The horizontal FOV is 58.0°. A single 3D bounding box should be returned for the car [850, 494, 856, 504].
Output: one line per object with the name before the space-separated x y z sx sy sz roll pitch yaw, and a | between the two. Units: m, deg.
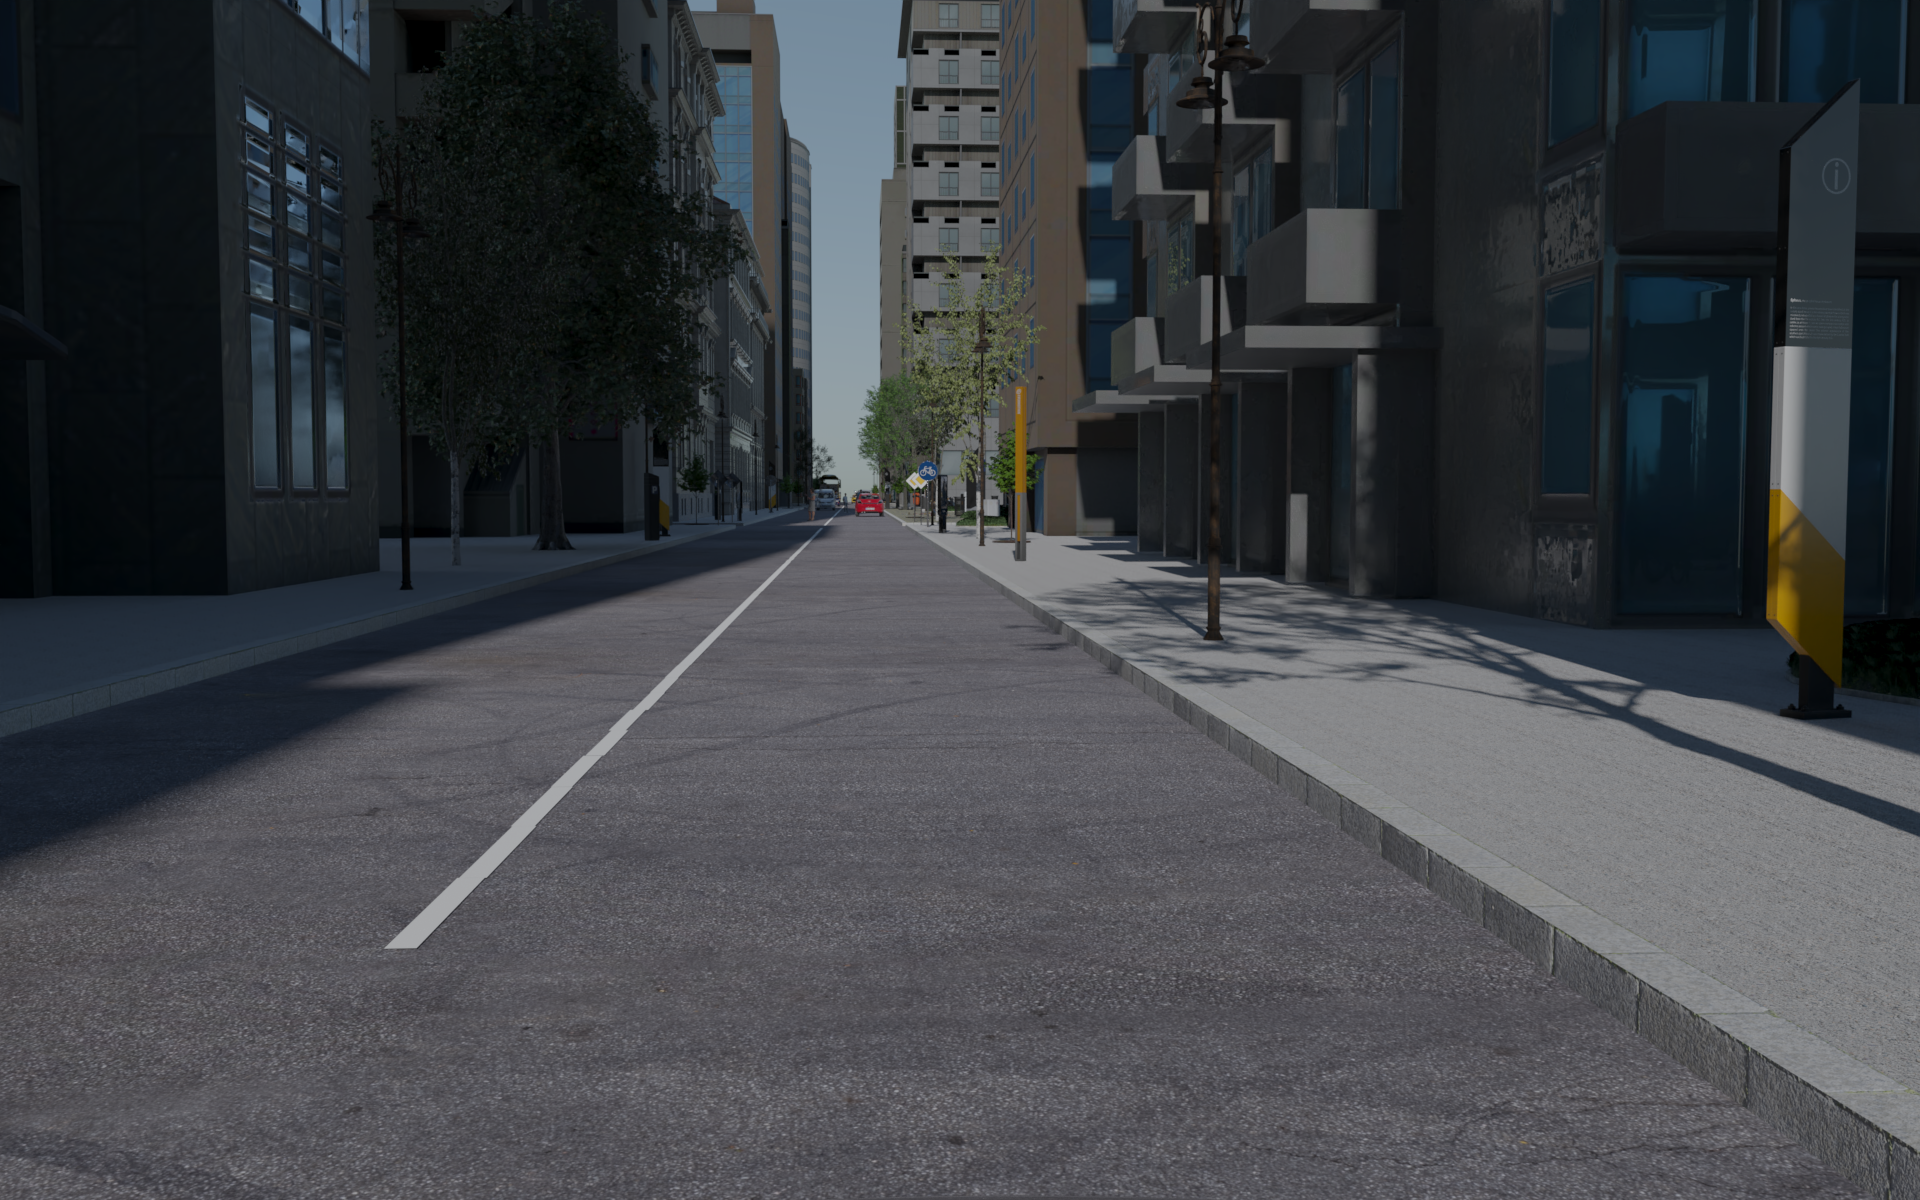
car | -15.339 -15.159 258.078 2.015 1.641 3.980 0 4 -4

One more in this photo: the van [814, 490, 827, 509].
van | -13.773 -9.889 168.695 2.013 2.044 4.112 0 4 -3

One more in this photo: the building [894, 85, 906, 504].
building | -3.303 -52.876 302.778 20.563 71.187 20.611 0 4 -3

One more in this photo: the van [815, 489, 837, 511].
van | -11.782 -8.888 152.329 2.013 2.044 4.112 0 4 -3

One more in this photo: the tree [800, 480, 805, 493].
tree | -17.547 -11.675 185.480 1.663 3.219 1.824 0 3 0

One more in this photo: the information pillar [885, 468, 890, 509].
information pillar | -6.424 -9.918 153.518 0.504 3.616 0.183 -1 4 -10

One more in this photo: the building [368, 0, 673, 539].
building | -21.653 -26.589 58.440 21.600 48.544 21.300 0 4 -3

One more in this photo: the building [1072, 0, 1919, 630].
building | 14.765 -24.998 28.321 23.786 49.044 30.456 0 4 -3

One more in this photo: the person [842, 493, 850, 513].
person | -8.627 -7.331 130.962 0.523 1.515 0.503 1 4 22

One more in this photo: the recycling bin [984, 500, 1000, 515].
recycling bin | 1.356 -4.126 80.016 0.722 1.027 0.722 -3 4 -36

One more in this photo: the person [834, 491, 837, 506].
person | -15.159 -12.438 211.496 0.705 1.869 1.348 0 4 -5

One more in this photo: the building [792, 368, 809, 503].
building | -36.305 -24.883 251.872 27.650 21.520 28.899 0 4 -3

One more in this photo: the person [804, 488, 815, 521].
person | -8.054 -5.130 92.727 0.532 1.782 0.716 -2 4 -33

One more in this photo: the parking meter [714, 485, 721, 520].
parking meter | -12.005 -4.901 85.840 0.255 1.863 0.399 1 4 8

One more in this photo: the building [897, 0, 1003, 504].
building | 8.170 -36.204 181.182 28.713 52.752 27.495 0 4 -3

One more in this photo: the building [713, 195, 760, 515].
building | -19.387 -16.928 112.924 11.583 22.565 21.152 0 4 -3

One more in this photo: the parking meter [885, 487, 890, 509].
parking meter | -6.190 -8.675 147.548 0.399 1.863 0.255 0 4 2

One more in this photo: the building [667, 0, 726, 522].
building | -19.862 -18.502 89.896 14.401 28.519 23.554 0 4 -3

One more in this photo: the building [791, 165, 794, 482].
building | -26.766 -33.760 202.094 14.600 45.320 14.200 0 4 -3

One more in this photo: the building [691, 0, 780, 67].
building | -23.707 -31.172 159.772 14.600 45.320 14.200 0 4 -3

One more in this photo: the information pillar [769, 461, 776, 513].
information pillar | -13.055 -7.887 120.300 0.504 3.616 0.183 -1 4 -9

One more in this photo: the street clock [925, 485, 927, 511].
street clock | -2.597 -7.642 129.523 0.358 2.002 0.471 -1 4 -16

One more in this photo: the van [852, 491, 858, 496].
van | -16.329 -16.576 278.035 2.013 2.044 4.112 0 4 -4

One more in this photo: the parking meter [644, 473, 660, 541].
parking meter | -8.490 -2.572 47.756 0.255 1.863 0.399 3 4 39

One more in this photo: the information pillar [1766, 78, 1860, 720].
information pillar | 4.842 -1.130 9.825 0.504 3.616 0.183 -1 4 -18

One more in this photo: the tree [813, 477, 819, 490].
tree | -25.688 -20.061 311.710 4.285 4.588 4.351 0 3 0

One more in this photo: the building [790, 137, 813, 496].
building | -34.759 -45.100 279.388 21.231 58.520 28.212 0 4 -3

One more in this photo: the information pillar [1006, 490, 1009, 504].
information pillar | 4.017 -8.567 144.561 0.304 2.012 0.304 1 4 18

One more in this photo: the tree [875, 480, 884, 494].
tree | -8.343 -12.624 201.001 1.663 3.219 1.824 0 3 0

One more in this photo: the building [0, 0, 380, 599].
building | -17.882 -42.664 10.225 22.319 86.520 31.000 0 4 -3

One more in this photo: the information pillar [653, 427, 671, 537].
information pillar | -9.013 -3.728 52.305 0.504 3.616 0.183 -1 4 -10

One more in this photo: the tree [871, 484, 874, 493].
tree | -14.936 -18.990 305.089 1.663 3.219 1.824 0 3 0

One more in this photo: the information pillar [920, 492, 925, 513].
information pillar | -2.500 -6.846 116.421 0.304 2.012 0.304 0 4 -5

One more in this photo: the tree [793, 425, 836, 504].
tree | -20.709 -18.150 231.170 8.767 10.594 7.601 -1 4 -11

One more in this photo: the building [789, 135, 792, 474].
building | -26.210 -32.894 187.928 14.600 45.320 14.200 0 4 -3

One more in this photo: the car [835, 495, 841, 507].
car | -14.598 -11.378 198.606 1.945 1.354 3.894 0 4 -4

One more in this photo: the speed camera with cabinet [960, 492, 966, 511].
speed camera with cabinet | 0.603 -7.840 122.524 0.660 3.252 2.038 -1 4 -19

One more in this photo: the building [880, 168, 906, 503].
building | -0.904 -38.495 253.091 21.300 48.544 21.600 0 4 -3

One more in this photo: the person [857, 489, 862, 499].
person | -8.573 -8.592 148.841 0.638 1.841 0.748 -2 4 -24

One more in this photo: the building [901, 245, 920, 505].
building | 0.136 -26.329 202.181 14.160 30.474 14.107 0 4 -3

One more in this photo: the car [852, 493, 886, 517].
car | -5.799 -6.225 110.812 2.155 1.783 4.494 0 4 -4

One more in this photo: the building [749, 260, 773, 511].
building | -21.844 -17.957 135.400 13.314 21.916 24.055 0 4 -3

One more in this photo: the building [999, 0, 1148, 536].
building | 8.794 -24.972 58.404 14.600 45.320 14.200 0 4 -3

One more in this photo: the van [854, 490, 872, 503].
van | -9.318 -9.865 168.301 2.013 2.044 4.112 0 4 -5

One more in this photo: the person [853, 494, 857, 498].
person | -13.485 -13.497 229.200 1.348 1.821 0.705 1 4 11

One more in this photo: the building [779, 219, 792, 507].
building | -24.308 -24.626 174.342 14.160 30.474 14.107 0 4 -3
